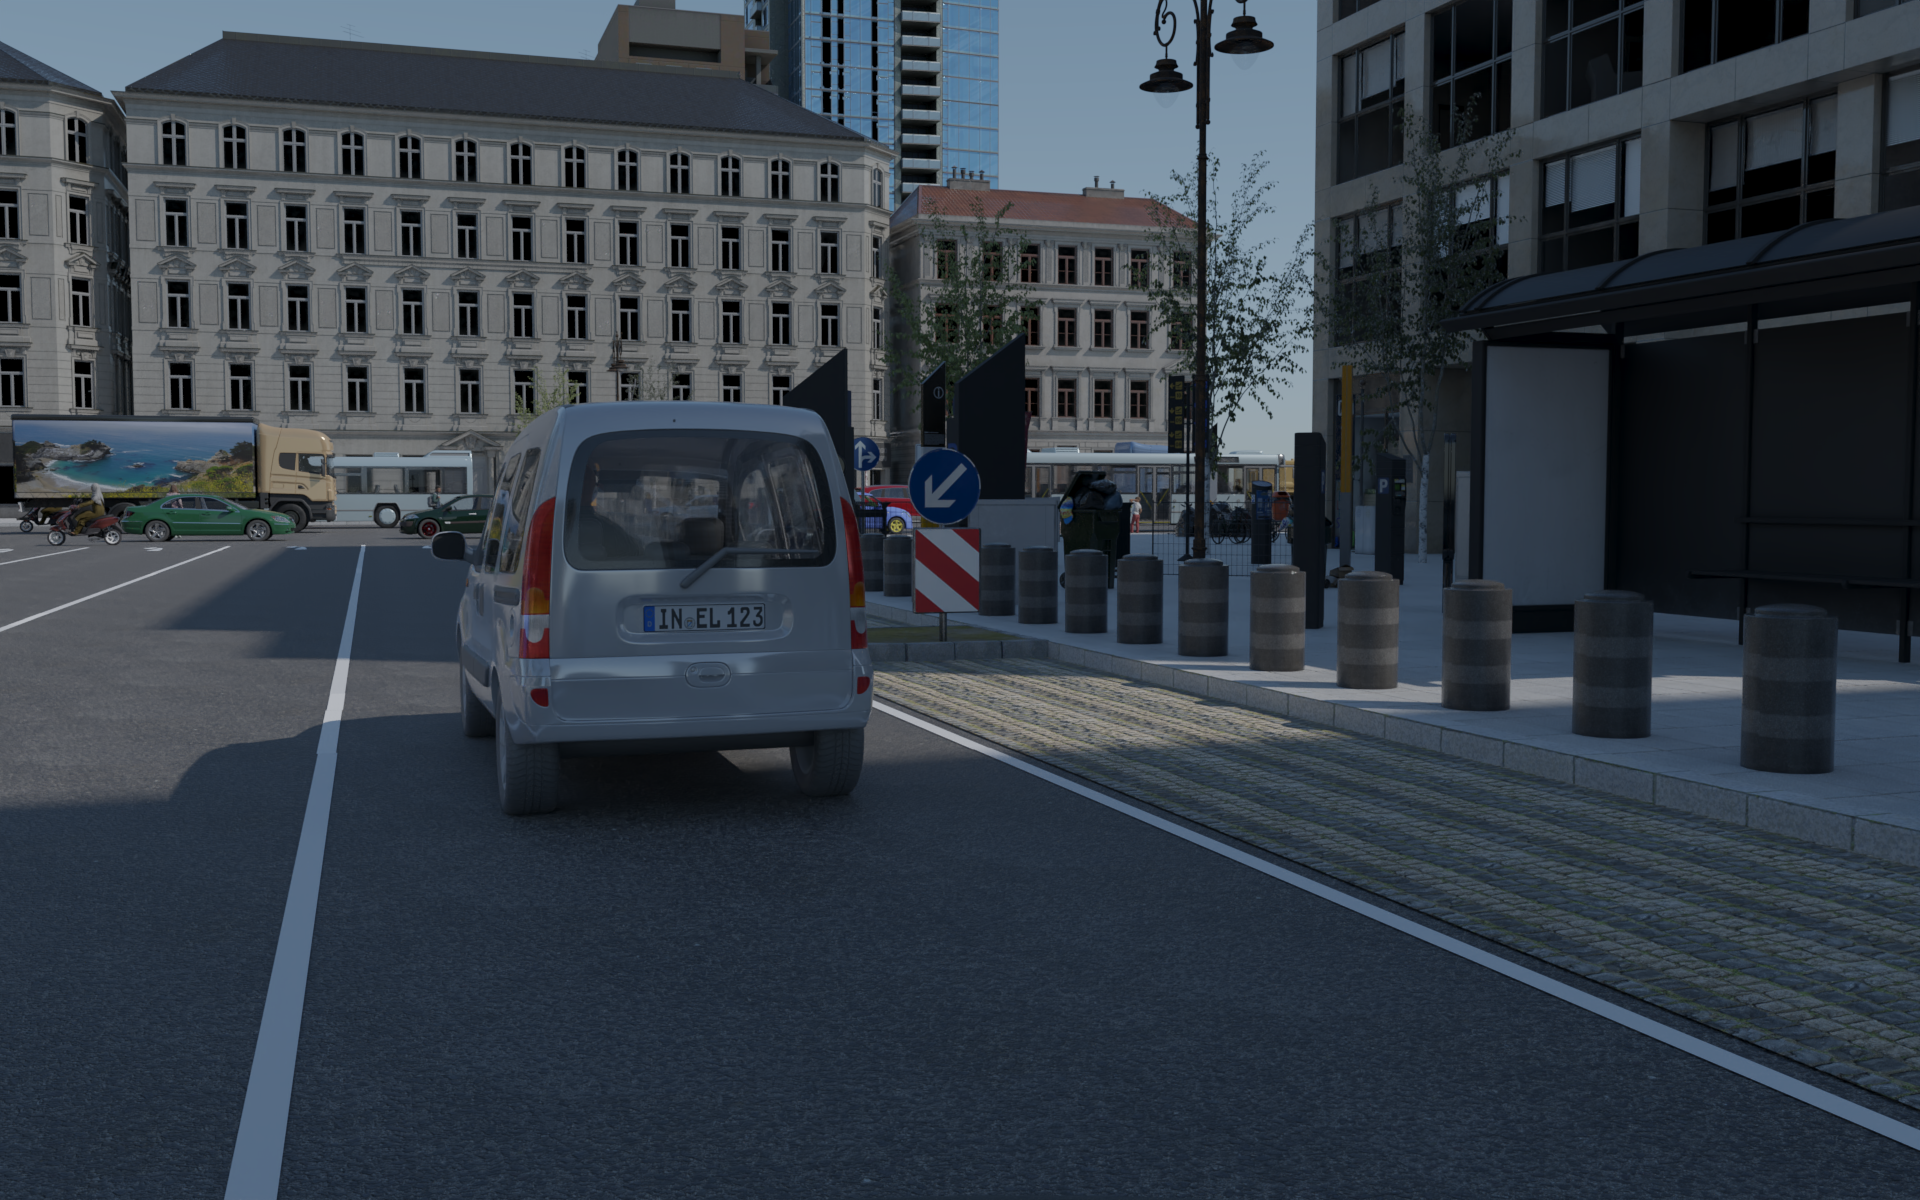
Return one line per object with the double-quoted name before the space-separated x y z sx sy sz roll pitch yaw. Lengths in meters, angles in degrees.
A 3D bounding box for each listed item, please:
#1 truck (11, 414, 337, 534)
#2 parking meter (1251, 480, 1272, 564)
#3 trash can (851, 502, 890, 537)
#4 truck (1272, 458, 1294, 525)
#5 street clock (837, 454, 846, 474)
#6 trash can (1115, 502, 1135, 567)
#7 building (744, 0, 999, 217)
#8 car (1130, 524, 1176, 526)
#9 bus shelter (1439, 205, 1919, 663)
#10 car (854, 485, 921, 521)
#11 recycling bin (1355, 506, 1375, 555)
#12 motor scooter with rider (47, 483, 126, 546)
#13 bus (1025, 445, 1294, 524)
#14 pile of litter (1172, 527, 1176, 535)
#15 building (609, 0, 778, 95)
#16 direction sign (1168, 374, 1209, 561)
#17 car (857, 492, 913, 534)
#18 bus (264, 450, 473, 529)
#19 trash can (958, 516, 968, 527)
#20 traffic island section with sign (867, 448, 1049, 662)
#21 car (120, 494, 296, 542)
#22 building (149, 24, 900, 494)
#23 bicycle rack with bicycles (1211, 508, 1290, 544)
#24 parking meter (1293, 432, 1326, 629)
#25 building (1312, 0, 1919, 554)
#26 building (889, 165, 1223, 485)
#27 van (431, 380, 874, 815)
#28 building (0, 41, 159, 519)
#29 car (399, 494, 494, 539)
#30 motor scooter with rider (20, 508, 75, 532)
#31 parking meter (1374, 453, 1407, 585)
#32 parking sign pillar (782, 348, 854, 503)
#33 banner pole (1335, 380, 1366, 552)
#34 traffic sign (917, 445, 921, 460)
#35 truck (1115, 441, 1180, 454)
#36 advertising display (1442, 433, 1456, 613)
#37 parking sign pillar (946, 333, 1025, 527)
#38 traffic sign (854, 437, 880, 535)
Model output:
"truck" -28.092 -4.550 63.309 11.283 4.237 2.839 -1 4 -18
"parking meter" 5.528 -1.427 31.748 0.372 1.533 0.369 0 3 0
"trash can" -1.543 -1.088 29.442 0.748 1.137 0.748 0 3 0
"truck" 17.817 -5.236 81.538 9.791 3.379 3.469 -1 4 -17
"street clock" -2.274 -1.614 30.966 0.471 2.002 0.358 0 4 3
"trash can" 2.695 -1.150 30.462 0.748 1.137 0.748 0 3 0
"building" -9.267 -53.583 188.747 31.000 86.520 22.319 -1 4 -19
"car" 8.892 -4.283 79.818 4.222 1.686 2.009 -1 4 -18
"bus shelter" 6.230 -1.204 13.616 2.014 3.302 5.546 -1 4 -19
"car" -2.320 -3.933 72.973 5.304 1.827 2.281 -1 4 -19
"recycling bin" 8.901 -1.488 36.876 0.722 1.027 0.722 -1 4 -19
"motor scooter with rider" -24.283 -2.396 48.136 1.986 1.779 0.876 -1 4 -17
"bus" 6.847 -4.374 66.368 13.247 3.499 2.948 -1 4 -17
"pile of litter" 7.342 -2.520 55.168 1.719 0.858 1.176 -1 4 -20
"building" -25.117 -31.122 158.950 14.600 45.320 14.200 -1 4 -19
"direction sign" 4.347 -2.510 33.039 0.876 3.537 0.379 3 4 38
"car" -3.554 -3.224 62.310 3.694 1.707 1.945 -1 4 -17
"bus" -27.208 -4.717 71.983 13.247 3.499 2.948 -1 4 -20
"trash can" 0.275 -0.683 22.823 0.748 1.137 0.748 0 3 0
"traffic island section with sign" -0.473 -0.432 15.692 1.989 1.847 2.006 -1 4 -19
"car" -22.935 -2.515 52.925 4.920 1.459 2.131 -1 4 -17
"building" -26.499 -20.195 106.600 44.131 29.872 17.030 -1 4 -19
"bicycle rack with bicycles" 7.687 -1.899 44.435 2.925 0.926 2.852 -2 4 -26
"parking meter" 3.347 -0.666 16.595 0.255 1.863 0.399 1 4 20
"building" 22.877 -13.631 27.380 19.350 26.468 34.151 -1 4 -19
"building" 5.218 -17.049 114.912 21.152 22.565 11.583 -1 4 -19
"van" -1.751 -0.138 9.274 2.013 2.044 4.112 -1 4 -20
"building" -68.286 -19.313 92.185 44.131 29.872 17.030 -1 4 -19
"car" -16.009 -2.837 56.177 4.222 1.686 2.009 -1 4 -20
"motor scooter with rider" -34.210 -3.429 65.025 1.986 1.779 0.876 -1 4 -20
"parking meter" 6.078 -1.147 24.457 0.255 1.863 0.399 -2 4 -28
"parking sign pillar" -2.654 -2.690 32.462 1.447 3.967 1.447 1 4 22
"banner pole" 8.639 -2.946 38.187 0.863 3.779 0.401 3 4 38
"traffic sign" -0.621 -2.042 35.512 0.606 2.300 0.079 -1 4 -15
"truck" 2.942 -5.991 87.708 18.799 4.110 2.967 -1 4 -17
"advertising display" 5.291 -0.828 18.751 0.123 1.923 0.974 1 4 16
"parking sign pillar" 0.431 -2.469 28.836 1.447 3.967 1.447 -2 4 -30
"traffic sign" -2.173 -2.364 38.765 0.768 2.556 0.104 -1 4 -13
